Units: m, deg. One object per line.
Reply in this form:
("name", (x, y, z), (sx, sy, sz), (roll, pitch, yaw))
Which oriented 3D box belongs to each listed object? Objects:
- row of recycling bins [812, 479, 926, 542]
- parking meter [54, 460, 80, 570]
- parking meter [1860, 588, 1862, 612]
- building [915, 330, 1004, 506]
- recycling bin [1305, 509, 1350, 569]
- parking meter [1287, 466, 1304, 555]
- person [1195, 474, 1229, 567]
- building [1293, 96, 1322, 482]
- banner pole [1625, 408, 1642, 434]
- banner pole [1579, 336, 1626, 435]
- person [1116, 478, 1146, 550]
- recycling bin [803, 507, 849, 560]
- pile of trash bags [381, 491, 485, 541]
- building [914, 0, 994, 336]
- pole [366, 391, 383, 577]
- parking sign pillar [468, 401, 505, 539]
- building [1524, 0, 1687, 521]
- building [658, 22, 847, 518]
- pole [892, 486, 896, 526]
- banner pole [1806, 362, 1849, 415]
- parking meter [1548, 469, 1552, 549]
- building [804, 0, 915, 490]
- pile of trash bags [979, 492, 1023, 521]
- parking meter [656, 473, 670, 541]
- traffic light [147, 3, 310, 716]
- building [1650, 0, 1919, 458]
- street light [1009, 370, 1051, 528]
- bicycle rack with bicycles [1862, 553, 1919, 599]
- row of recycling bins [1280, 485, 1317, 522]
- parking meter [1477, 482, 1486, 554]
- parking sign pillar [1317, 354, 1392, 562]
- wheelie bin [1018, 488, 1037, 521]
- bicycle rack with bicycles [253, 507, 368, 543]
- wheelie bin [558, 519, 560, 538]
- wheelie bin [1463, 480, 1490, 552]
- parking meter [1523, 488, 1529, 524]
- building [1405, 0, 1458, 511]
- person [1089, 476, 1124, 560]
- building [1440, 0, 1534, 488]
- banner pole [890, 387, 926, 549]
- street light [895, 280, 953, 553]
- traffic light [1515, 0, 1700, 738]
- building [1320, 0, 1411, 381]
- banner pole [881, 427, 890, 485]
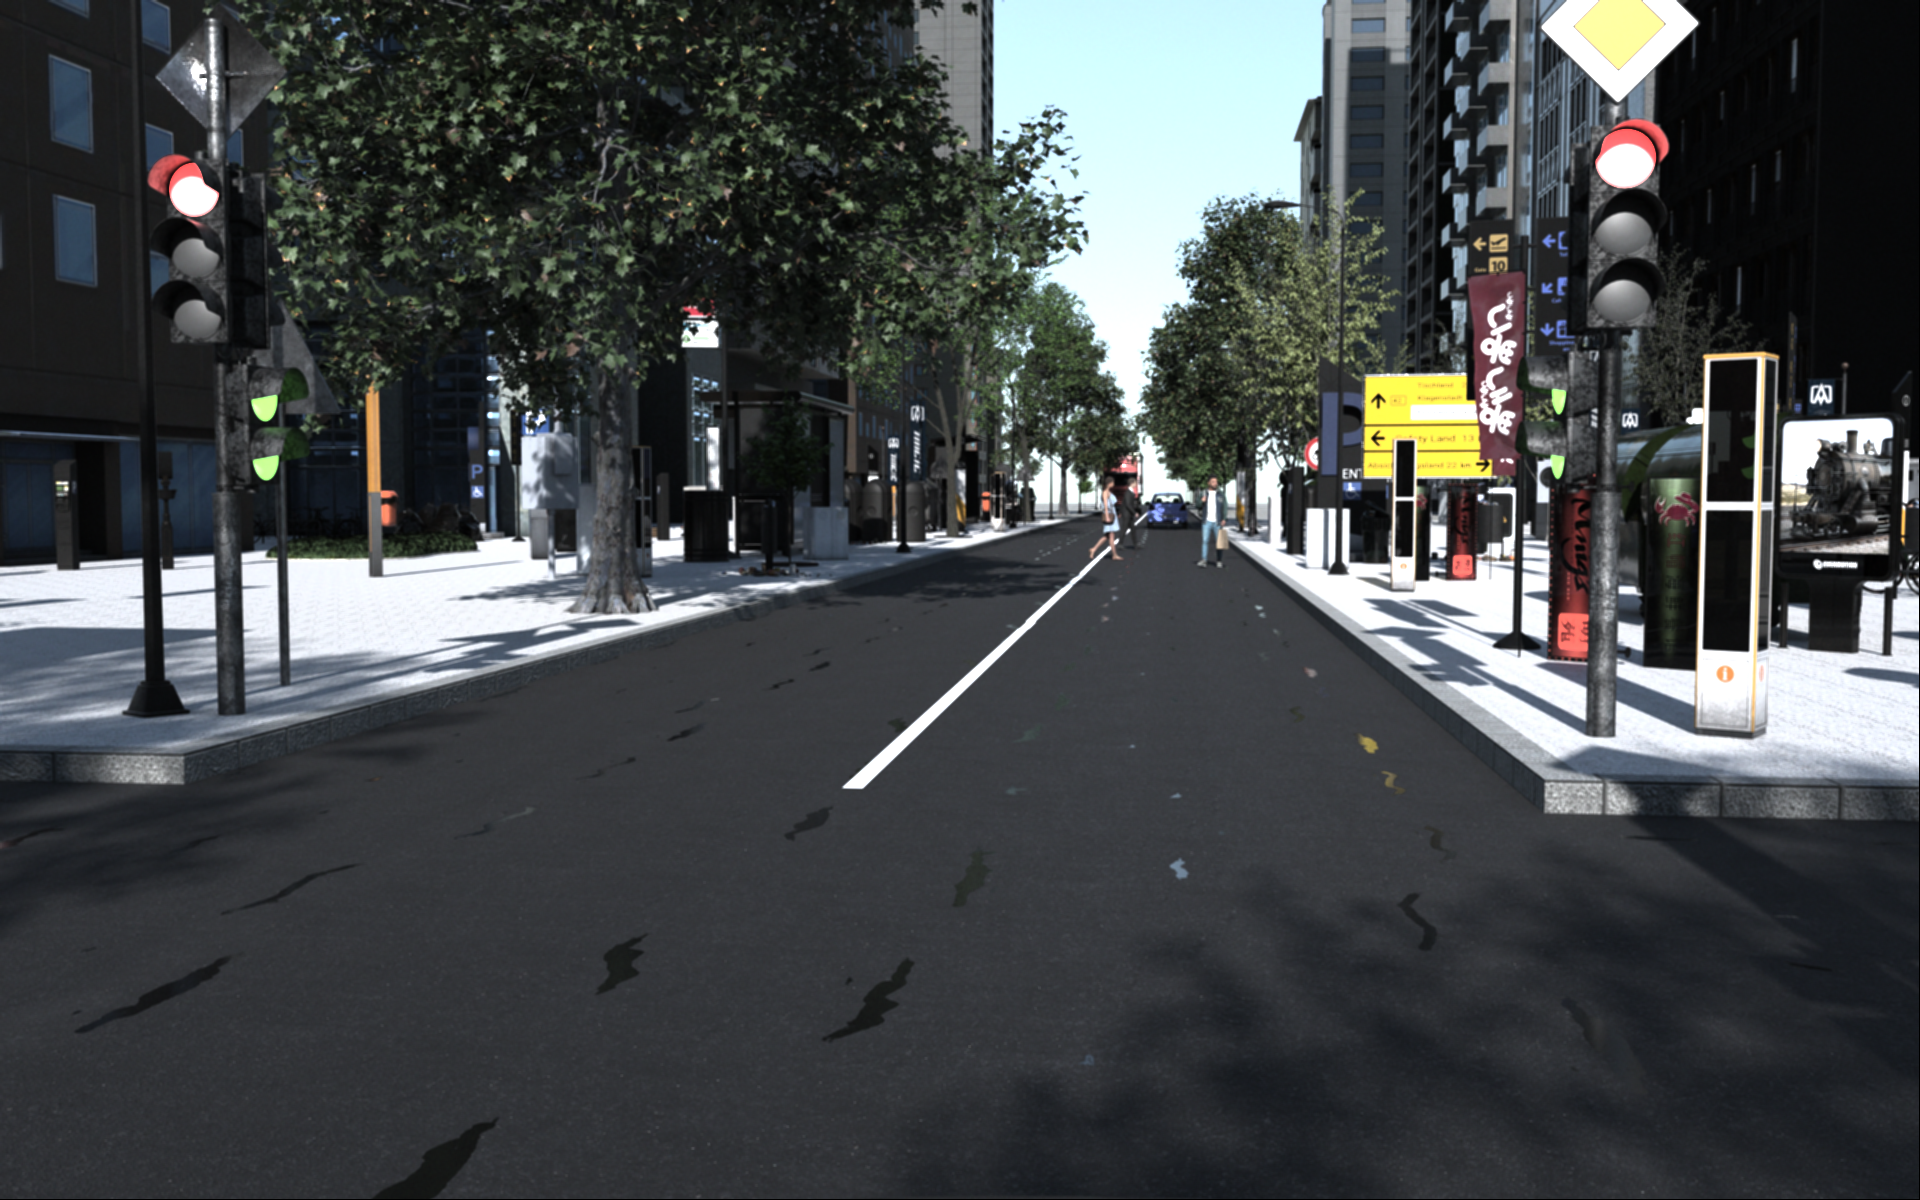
("row of recycling bins", (-2.571, -2.423, 46.733), (3.534, 1.692, 1.069), (1, 4, 21))
("parking meter", (-15.082, -1.439, 29.246), (0.255, 1.863, 0.399), (0, 4, -8))
("parking meter", (9.616, -0.802, 18.826), (0.399, 1.863, 0.255), (-2, 4, -29))
("building", (-10.061, -21.669, 199.327), (27.650, 21.520, 28.899), (0, 4, 7))
("recycling bin", (6.330, -1.059, 29.861), (0.722, 1.027, 0.722), (1, 4, 10))
("parking meter", (7.123, -1.900, 36.772), (0.255, 1.863, 0.399), (-1, 4, -10))
("person", (4.948, -1.540, 33.656), (0.794, 1.824, 0.713), (2, 4, 30))
("building", (58.455, -38.849, 224.421), (28.713, 52.752, 27.495), (0, 4, 7))
("banner pole", (17.021, -3.331, 44.482), (0.863, 3.779, 0.401), (0, 4, 8))
("banner pole", (9.002, -2.128, 24.814), (0.401, 3.779, 0.863), (-1, 4, -20))
("person", (4.383, -2.203, 44.295), (0.755, 1.850, 0.659), (0, 4, 7))
("recycling bin", (-2.628, -1.305, 33.892), (0.722, 1.027, 0.722), (-2, 4, -24))
("pile of trash bags", (-14.197, -2.200, 45.730), (1.912, 1.369, 3.447), (1, 4, 18))
("building", (-4.127, -47.935, 221.987), (20.563, 71.187, 20.611), (0, 4, 7))
("pole", (-9.035, -2.009, 26.697), (0.158, 3.312, 0.155), (0, 3, 0))
("parking sign pillar", (-13.881, -3.752, 49.823), (1.447, 3.967, 1.447), (-1, 4, -15))
("building", (31.706, -15.499, 71.430), (12.078, 24.808, 19.932), (0, 4, 7))
("building", (-22.319, -31.293, 100.873), (28.713, 52.752, 27.495), (0, 4, 7))
("pole", (-2.681, -4.675, 70.287), (0.158, 3.312, 0.155), (0, 3, 0))
("banner pole", (16.608, -2.636, 33.114), (0.863, 3.779, 0.401), (1, 4, 20))
("parking meter", (14.030, -2.135, 40.611), (0.399, 1.863, 0.255), (-2, 4, -29))
("building", (-11.443, -29.719, 136.009), (14.600, 45.320, 14.200), (0, 4, 7))
("pile of trash bags", (1.767, -4.396, 81.627), (1.912, 1.369, 3.447), (1, 4, 21))
("parking meter", (-8.215, -2.581, 47.908), (0.255, 1.863, 0.399), (-2, 4, -29))
("traffic light", (-4.228, -1.288, 9.972), (0.839, 4.253, 0.868), (0, 4, 7))
("building", (30.015, -13.678, 53.311), (12.332, 23.373, 15.834), (0, 4, 7))
("street light", (2.529, -5.641, 64.768), (1.470, 5.913, 1.316), (0, 4, 7))
("bicycle rack with bicycles", (12.619, -0.492, 21.428), (2.925, 0.926, 2.852), (3, 5, 41))
("row of recycling bins", (15.864, -4.469, 80.187), (1.069, 1.692, 3.534), (2, 4, 35))
("parking meter", (11.052, -1.754, 37.095), (0.372, 1.533, 0.369), (0, 3, 0))
("parking sign pillar", (7.523, -2.737, 33.228), (1.447, 3.967, 1.447), (1, 4, 12))
("wheelie bin", (3.207, -4.650, 83.938), (0.980, 1.594, 0.693), (-1, 4, -23))
("bicycle rack with bicycles", (-16.890, -1.957, 45.373), (2.925, 0.926, 2.852), (1, 4, 18))
("wheelie bin", (-10.878, -2.315, 45.763), (0.980, 1.594, 0.693), (0, 4, 6))
("wheelie bin", (11.382, -1.871, 38.507), (0.693, 1.594, 0.980), (-1, 4, -20))
("parking meter", (24.390, -4.067, 74.909), (0.372, 1.533, 0.369), (0, 3, 0))
("building", (43.237, -42.284, 129.600), (20.563, 71.187, 20.611), (0, 4, 7))
("person", (3.176, -1.772, 37.564), (0.778, 1.811, 0.616), (1, 4, 17))
("building", (41.779, -29.652, 104.422), (23.786, 49.044, 30.456), (0, 4, 7))
("banner pole", (-1.118, -3.095, 40.620), (0.863, 3.779, 0.401), (-3, 4, -37))
("street light", (-0.696, -3.981, 37.630), (1.470, 5.913, 1.316), (0, 4, 7))
("traffic light", (3.381, -1.233, 9.079), (0.839, 4.253, 0.868), (0, 4, 7))
("building", (51.587, -40.036, 196.587), (21.231, 58.520, 28.212), (0, 4, 7))
("banner pole", (-2.618, -4.546, 64.338), (0.863, 3.779, 0.401), (0, 4, 4))
